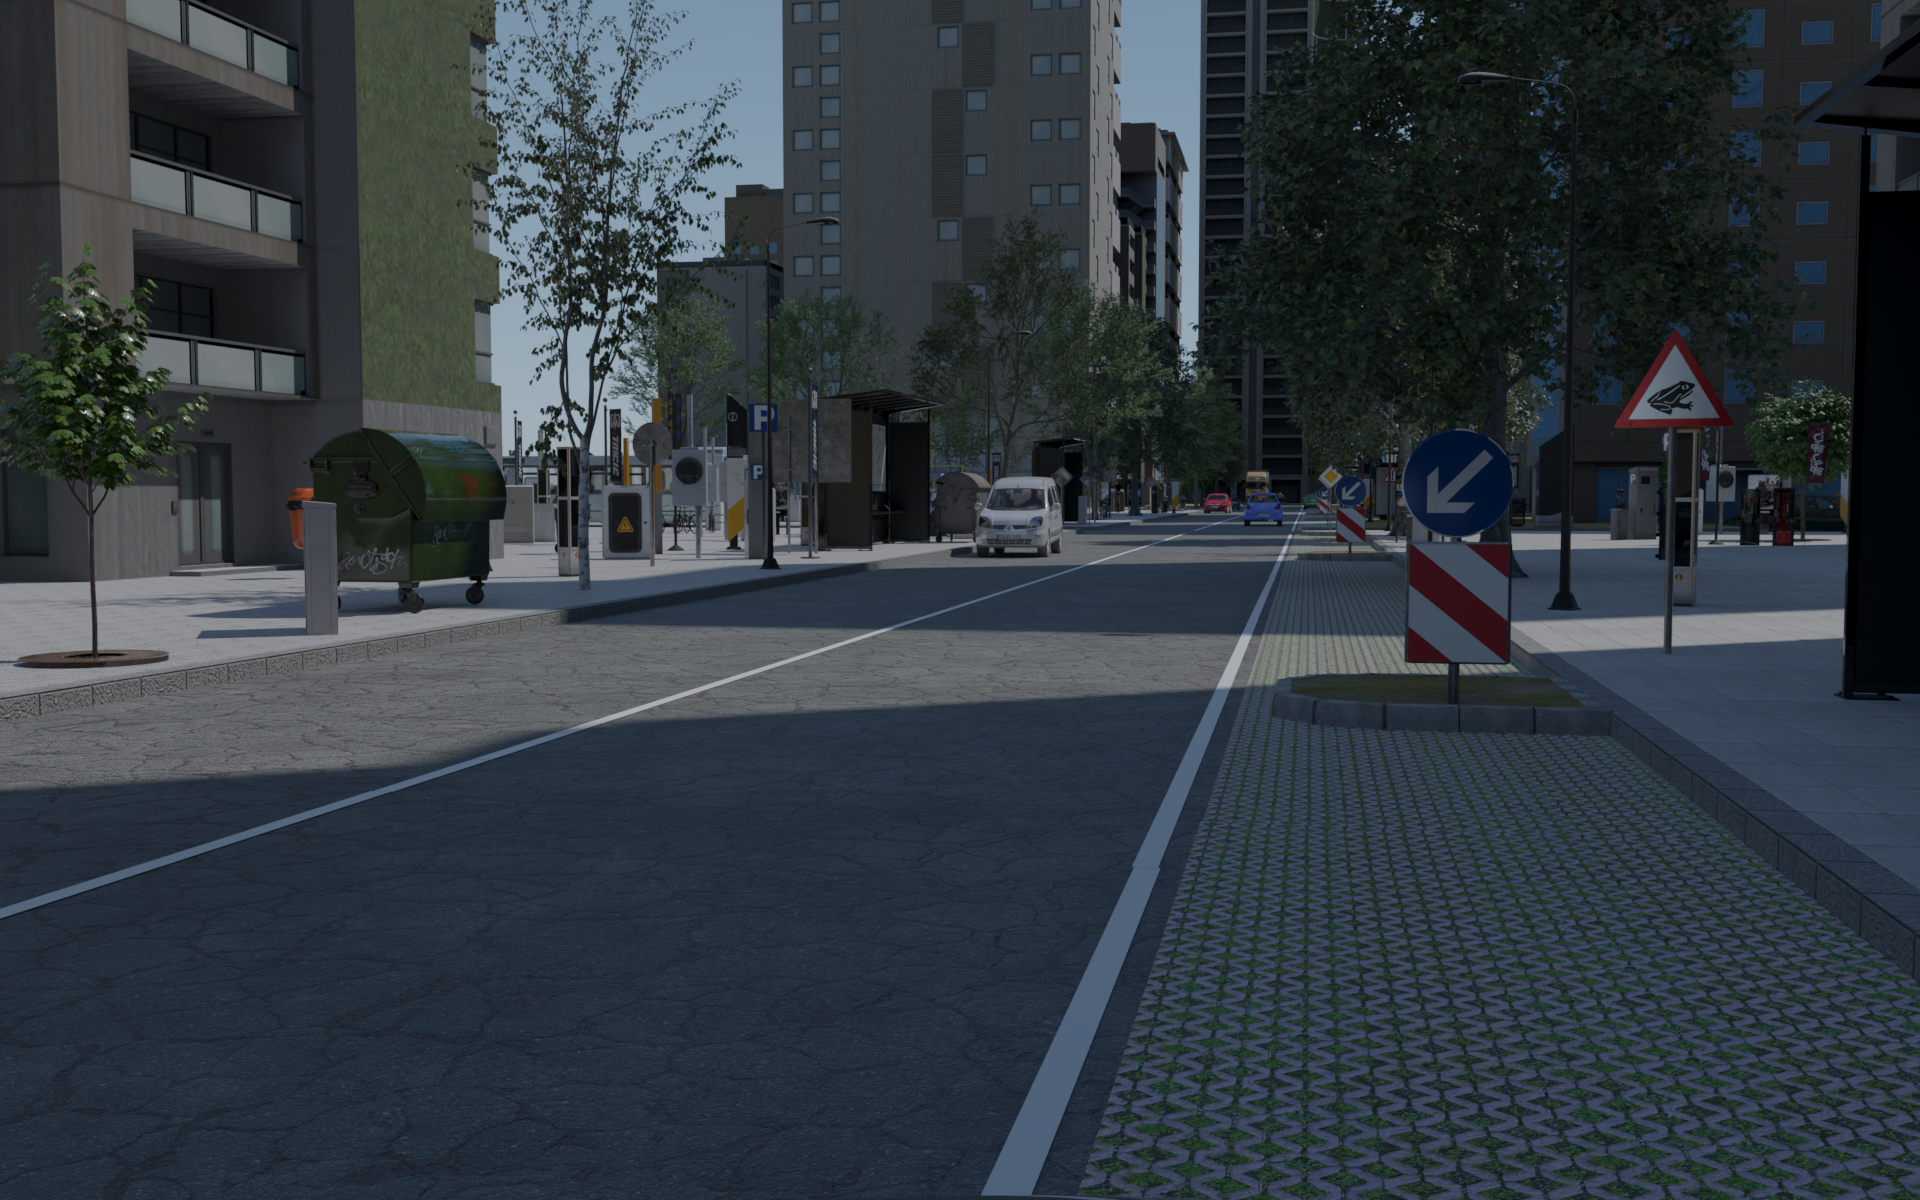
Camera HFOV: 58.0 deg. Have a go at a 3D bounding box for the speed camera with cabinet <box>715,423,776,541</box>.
[{"bbox_3d":[-5.873,-3.274,47.874,0.660,3.252,2.038,-3,5,-39],"label":"speed camera with cabinet"}]

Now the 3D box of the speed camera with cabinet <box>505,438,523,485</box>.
[{"bbox_3d":[-16.027,-4.137,61.980,0.660,3.252,2.038,-1,4,-18],"label":"speed camera with cabinet"}]

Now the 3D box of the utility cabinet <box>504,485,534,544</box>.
[{"bbox_3d":[-11.493,-2.174,44.229,1.173,1.500,0.318,-1,4,-9],"label":"utility cabinet"}]

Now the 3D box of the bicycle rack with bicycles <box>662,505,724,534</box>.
[{"bbox_3d":[-8.813,-2.660,56.865,2.852,0.926,2.925,-1,4,-21],"label":"bicycle rack with bicycles"}]

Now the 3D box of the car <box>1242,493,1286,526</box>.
[{"bbox_3d":[13.735,-4.203,78.308,1.945,1.707,3.694,1,4,11],"label":"car"}]

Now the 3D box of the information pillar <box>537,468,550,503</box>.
[{"bbox_3d":[-11.958,-2.769,49.763,0.304,2.012,0.304,0,4,1],"label":"information pillar"}]

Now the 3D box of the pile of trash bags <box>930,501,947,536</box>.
[{"bbox_3d":[-0.024,-2.703,53.943,1.912,1.369,3.447,1,4,12],"label":"pile of trash bags"}]

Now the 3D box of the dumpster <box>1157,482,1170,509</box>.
[{"bbox_3d":[15.690,-8.006,133.388,1.502,2.255,1.985,1,4,11],"label":"dumpster"}]

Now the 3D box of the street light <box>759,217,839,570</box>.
[{"bbox_3d":[-2.711,-3.472,29.300,1.470,5.913,1.316,1,4,11],"label":"street light"}]

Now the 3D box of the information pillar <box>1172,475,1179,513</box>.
[{"bbox_3d":[14.268,-7.547,114.741,0.504,3.616,0.183,1,4,23],"label":"information pillar"}]

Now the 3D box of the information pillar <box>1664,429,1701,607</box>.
[{"bbox_3d":[8.255,-0.936,19.792,0.304,2.012,0.304,2,4,31],"label":"information pillar"}]

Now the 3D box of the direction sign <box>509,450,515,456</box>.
[{"bbox_3d":[-23.038,-5.943,89.165,0.379,3.537,0.876,0,4,5],"label":"direction sign"}]

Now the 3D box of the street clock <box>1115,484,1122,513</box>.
[{"bbox_3d":[11.004,-7.093,120.541,0.471,2.002,0.358,0,4,-1],"label":"street clock"}]

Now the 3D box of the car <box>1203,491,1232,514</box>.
[{"bbox_3d":[19.167,-7.325,128.804,2.155,1.783,4.494,1,4,13],"label":"car"}]

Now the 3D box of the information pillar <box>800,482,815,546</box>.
[{"bbox_3d":[-3.777,-2.353,42.957,0.304,2.012,0.304,1,4,12],"label":"information pillar"}]

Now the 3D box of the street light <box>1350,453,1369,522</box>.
[{"bbox_3d":[14.258,-5.329,59.675,1.470,5.913,1.316,1,4,11],"label":"street light"}]

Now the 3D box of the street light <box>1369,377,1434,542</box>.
[{"bbox_3d":[10.196,-4.093,39.467,1.470,5.913,1.316,1,4,11],"label":"street light"}]

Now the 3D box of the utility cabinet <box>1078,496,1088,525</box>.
[{"bbox_3d":[5.092,-3.711,71.833,0.306,1.237,1.020,1,4,10],"label":"utility cabinet"}]

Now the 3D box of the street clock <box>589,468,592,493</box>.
[{"bbox_3d":[-9.423,-2.370,43.327,0.358,2.002,0.471,1,4,21],"label":"street clock"}]

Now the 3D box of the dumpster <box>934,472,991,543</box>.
[{"bbox_3d":[0.062,-2.473,46.193,1.264,1.857,1.865,1,4,11],"label":"dumpster"}]

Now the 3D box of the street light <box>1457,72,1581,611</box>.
[{"bbox_3d":[6.180,-2.851,19.163,1.470,5.913,1.316,1,4,11],"label":"street light"}]

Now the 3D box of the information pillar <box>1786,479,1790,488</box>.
[{"bbox_3d":[30.452,-4.422,63.662,0.183,3.616,0.504,1,4,21],"label":"information pillar"}]

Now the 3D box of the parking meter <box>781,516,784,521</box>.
[{"bbox_3d":[-8.222,-4.455,81.243,0.372,1.533,0.369,0,3,0],"label":"parking meter"}]

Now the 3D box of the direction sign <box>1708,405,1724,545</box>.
[{"bbox_3d":[19.182,-3.171,43.842,0.379,3.537,0.876,2,4,34],"label":"direction sign"}]

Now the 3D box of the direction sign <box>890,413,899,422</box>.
[{"bbox_3d":[-1.804,-3.312,46.147,0.379,3.537,0.876,-2,4,-25],"label":"direction sign"}]

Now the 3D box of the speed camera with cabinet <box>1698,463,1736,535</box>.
[{"bbox_3d":[23.407,-3.694,54.735,2.038,3.252,0.660,0,4,-8],"label":"speed camera with cabinet"}]

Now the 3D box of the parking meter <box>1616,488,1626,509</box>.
[{"bbox_3d":[27.767,-3.939,72.816,0.372,1.533,0.369,0,3,0],"label":"parking meter"}]

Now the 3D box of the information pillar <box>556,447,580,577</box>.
[{"bbox_3d":[-6.054,-1.374,26.954,0.304,2.012,0.304,3,5,40],"label":"information pillar"}]

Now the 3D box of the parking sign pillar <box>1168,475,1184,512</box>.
[{"bbox_3d":[15.835,-8.532,127.976,1.447,3.967,1.447,1,4,14],"label":"parking sign pillar"}]

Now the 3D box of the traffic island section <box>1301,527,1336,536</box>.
[{"bbox_3d":[12.865,-2.312,60.080,2.009,0.180,2.903,1,4,11],"label":"traffic island section"}]

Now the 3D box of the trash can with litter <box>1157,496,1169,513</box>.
[{"bbox_3d":[13.675,-6.518,117.954,1.055,1.170,0.624,2,4,26],"label":"trash can with litter"}]

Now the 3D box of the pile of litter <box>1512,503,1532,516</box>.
[{"bbox_3d":[32.450,-5.246,99.744,1.719,0.858,1.176,3,4,36],"label":"pile of litter"}]

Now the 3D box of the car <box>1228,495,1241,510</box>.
[{"bbox_3d":[24.604,-8.854,157.345,1.945,1.354,3.894,1,4,11],"label":"car"}]

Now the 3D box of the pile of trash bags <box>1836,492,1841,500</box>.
[{"bbox_3d":[36.005,-3.599,68.595,3.447,1.369,1.912,-2,4,-24],"label":"pile of trash bags"}]

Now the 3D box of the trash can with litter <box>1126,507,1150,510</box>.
[{"bbox_3d":[14.879,-8.080,143.169,2.233,1.210,1.678,2,4,24],"label":"trash can with litter"}]

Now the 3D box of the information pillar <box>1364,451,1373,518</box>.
[{"bbox_3d":[22.232,-6.305,94.446,0.504,3.616,0.183,0,4,7],"label":"information pillar"}]

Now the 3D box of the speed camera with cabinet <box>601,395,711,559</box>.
[{"bbox_3d":[-6.040,-2.443,34.278,2.038,3.252,0.660,0,4,-5],"label":"speed camera with cabinet"}]

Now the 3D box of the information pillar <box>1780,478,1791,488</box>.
[{"bbox_3d":[33.188,-3.986,69.668,0.304,2.012,0.304,-1,4,-18],"label":"information pillar"}]

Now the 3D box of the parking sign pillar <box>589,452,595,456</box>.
[{"bbox_3d":[-22.005,-7.129,105.039,1.447,3.967,1.447,-1,4,-12],"label":"parking sign pillar"}]

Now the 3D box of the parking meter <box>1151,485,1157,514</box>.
[{"bbox_3d":[12.796,-6.627,114.067,0.255,1.863,0.399,2,4,35],"label":"parking meter"}]

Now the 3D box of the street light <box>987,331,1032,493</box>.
[{"bbox_3d":[1.346,-4.708,49.509,1.470,5.913,1.316,1,4,11],"label":"street light"}]

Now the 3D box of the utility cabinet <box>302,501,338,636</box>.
[{"bbox_3d":[-5.969,-0.307,16.187,0.306,1.237,1.020,-1,4,-21],"label":"utility cabinet"}]

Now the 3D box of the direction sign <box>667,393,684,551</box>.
[{"bbox_3d":[-6.437,-2.883,39.131,0.379,3.537,0.876,-2,4,-28],"label":"direction sign"}]

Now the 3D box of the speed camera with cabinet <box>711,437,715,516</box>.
[{"bbox_3d":[-7.057,-3.527,51.997,2.038,3.252,0.660,-2,4,-28],"label":"speed camera with cabinet"}]

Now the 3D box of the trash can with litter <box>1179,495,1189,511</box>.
[{"bbox_3d":[17.486,-7.552,134.861,0.624,1.170,1.055,-1,4,-22],"label":"trash can with litter"}]

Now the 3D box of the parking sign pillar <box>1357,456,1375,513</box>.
[{"bbox_3d":[28.079,-8.016,119.532,1.447,3.967,1.447,1,4,20],"label":"parking sign pillar"}]

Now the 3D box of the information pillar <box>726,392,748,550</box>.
[{"bbox_3d":[-5.148,-2.973,39.956,0.504,3.616,0.183,0,4,-2],"label":"information pillar"}]

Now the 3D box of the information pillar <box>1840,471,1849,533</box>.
[{"bbox_3d":[29.133,-4.007,56.877,0.183,3.616,0.504,0,4,-7],"label":"information pillar"}]

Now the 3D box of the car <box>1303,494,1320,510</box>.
[{"bbox_3d":[32.244,-9.113,157.799,1.959,1.807,4.718,1,4,13],"label":"car"}]

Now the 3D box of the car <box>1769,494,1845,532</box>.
[{"bbox_3d":[30.144,-3.110,60.638,4.222,1.686,2.009,1,4,13],"label":"car"}]

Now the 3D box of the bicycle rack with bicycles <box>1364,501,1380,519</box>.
[{"bbox_3d":[21.710,-4.709,90.379,2.852,0.926,2.925,0,4,-1],"label":"bicycle rack with bicycles"}]

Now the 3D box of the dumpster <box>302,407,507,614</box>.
[{"bbox_3d":[-6.192,-1.032,19.370,1.502,2.255,1.985,1,4,11],"label":"dumpster"}]

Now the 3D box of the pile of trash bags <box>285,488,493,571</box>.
[{"bbox_3d":[-9.234,-1.093,27.621,1.912,1.369,3.447,2,4,28],"label":"pile of trash bags"}]

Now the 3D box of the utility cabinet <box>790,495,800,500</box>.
[{"bbox_3d":[-11.228,-6.475,117.028,1.020,1.237,0.306,1,4,22],"label":"utility cabinet"}]

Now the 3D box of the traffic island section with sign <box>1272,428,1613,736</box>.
[{"bbox_3d":[3.065,-0.163,11.296,1.989,1.847,2.006,1,4,11],"label":"traffic island section with sign"}]
